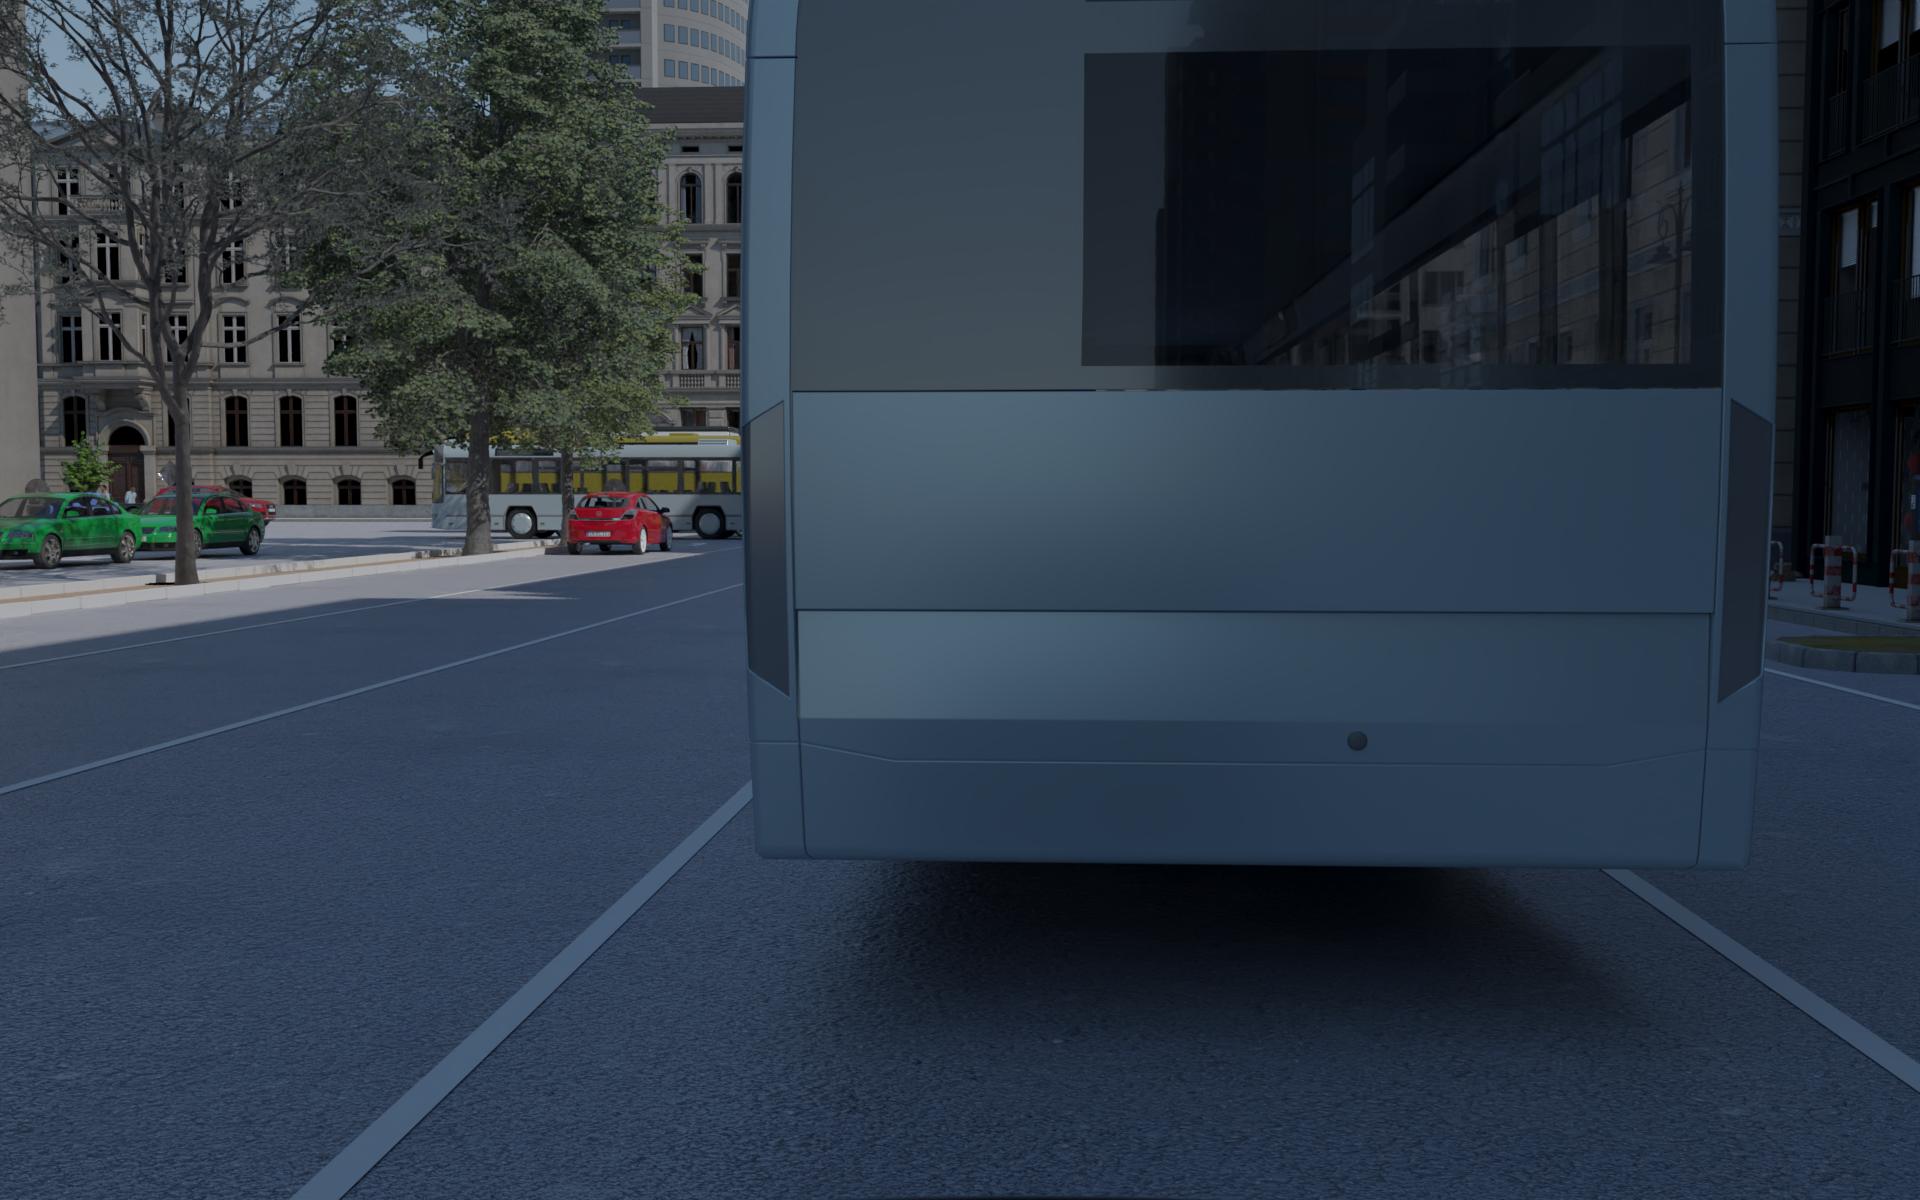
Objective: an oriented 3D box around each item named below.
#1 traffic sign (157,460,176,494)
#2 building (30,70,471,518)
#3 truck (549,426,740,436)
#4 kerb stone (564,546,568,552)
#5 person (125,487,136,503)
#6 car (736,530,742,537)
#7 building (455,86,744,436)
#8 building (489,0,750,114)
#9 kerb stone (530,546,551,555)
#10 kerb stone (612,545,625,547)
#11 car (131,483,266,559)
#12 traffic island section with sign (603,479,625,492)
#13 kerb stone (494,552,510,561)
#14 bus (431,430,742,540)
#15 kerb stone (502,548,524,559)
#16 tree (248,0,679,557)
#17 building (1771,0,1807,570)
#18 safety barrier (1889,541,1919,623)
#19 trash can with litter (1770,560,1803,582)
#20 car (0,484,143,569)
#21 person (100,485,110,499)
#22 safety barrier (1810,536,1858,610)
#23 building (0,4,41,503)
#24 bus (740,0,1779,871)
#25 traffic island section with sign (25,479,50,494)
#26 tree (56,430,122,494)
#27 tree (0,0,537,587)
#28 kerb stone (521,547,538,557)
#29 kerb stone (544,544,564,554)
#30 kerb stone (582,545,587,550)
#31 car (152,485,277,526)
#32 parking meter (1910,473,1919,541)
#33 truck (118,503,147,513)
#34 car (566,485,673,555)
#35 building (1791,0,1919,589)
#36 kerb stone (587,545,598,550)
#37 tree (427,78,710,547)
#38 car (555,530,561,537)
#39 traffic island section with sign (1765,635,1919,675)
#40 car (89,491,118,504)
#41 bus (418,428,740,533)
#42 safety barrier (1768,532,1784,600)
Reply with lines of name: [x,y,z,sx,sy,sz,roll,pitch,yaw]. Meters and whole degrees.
traffic sign: [-23.379,-2.914,51.293,0.795,2.450,0.064,0,4,3]
building: [-44.064,-17.013,97.241,34.723,24.649,14.460,0,4,3]
truck: [-15.076,-5.153,73.163,11.283,4.237,2.839,0,4,2]
kerb stone: [-9.743,-1.256,42.736,0.120,0.150,1.000,0,4,3]
person: [-42.239,-4.859,88.210,0.793,1.790,0.793,0,4,1]
car: [-5.837,-3.044,58.572,4.718,1.807,1.959,0,4,5]
building: [-16.184,-16.298,95.357,19.941,23.489,11.050,0,4,3]
building: [-30.113,-38.035,163.871,21.231,58.520,28.212,0,4,3]
kerb stone: [-9.880,-1.130,40.685,0.120,0.150,1.000,0,4,3]
kerb stone: [-9.421,-1.568,47.877,0.120,0.150,1.000,0,4,3]
car: [-17.513,-1.866,39.298,1.959,1.807,4.718,0,4,3]
traffic island section with sign: [-10.293,-2.609,50.794,2.006,1.907,1.989,0,4,3]
kerb stone: [-10.054,-0.937,37.601,0.120,0.150,1.000,0,4,3]
bus: [-10.936,-3.710,55.511,13.247,3.499,2.948,0,4,3]
kerb stone: [-9.995,-1.002,38.628,0.120,0.150,1.000,0,4,3]
tree: [-10.752,-7.899,38.258,9.857,13.997,8.962,0,3,0]
building: [19.199,-15.329,36.540,13.634,28.700,20.117,0,4,3]
safety barrier: [9.551,-0.183,17.275,0.300,0.817,1.120,0,4,3]
trash can with litter: [11.835,-0.868,25.577,1.055,1.170,0.624,0,4,5]
car: [-18.135,-1.569,34.457,1.959,1.807,4.718,0,4,2]
person: [-35.043,-3.796,70.708,0.875,1.805,0.789,3,5,40]
safety barrier: [9.671,-0.300,19.188,0.300,0.817,1.120,0,4,3]
building: [-44.271,-14.470,41.096,34.151,26.468,19.350,0,4,3]
bus: [1.098,-0.981,10.900,2.948,3.499,13.247,0,4,3]
traffic island section with sign: [-23.540,-2.138,43.582,1.989,1.847,2.006,0,4,3]
tree: [-26.685,-3.557,52.764,1.663,3.219,1.824,0,3,0]
tree: [-12.098,-6.958,26.590,12.009,13.543,11.850,0,3,0]
kerb stone: [-9.927,-1.068,39.658,0.120,0.150,1.000,0,4,3]
kerb stone: [-9.809,-1.194,41.711,0.120,0.150,1.000,0,4,3]
kerb stone: [-9.681,-1.318,43.763,0.120,0.150,1.000,0,4,3]
car: [-32.128,-4.031,74.576,5.304,1.827,2.281,0,4,5]
parking meter: [11.635,-0.759,20.826,0.372,1.533,0.369,0,3,0]
truck: [-45.441,-5.742,83.641,18.799,4.110,2.967,0,4,5]
car: [-8.253,-2.034,42.302,2.155,1.783,4.494,0,4,3]
building: [18.358,-11.489,17.531,12.332,23.373,15.834,0,4,3]
kerb stone: [-9.612,-1.378,44.788,0.120,0.150,1.000,0,4,3]
tree: [-10.729,-7.736,47.070,7.486,12.596,7.792,0,3,0]
car: [-11.855,-2.795,58.278,3.894,1.354,1.945,0,4,2]
traffic island section with sign: [7.971,-0.368,14.641,1.989,1.847,2.006,0,4,3]
car: [-40.116,-4.220,78.588,3.694,1.707,1.945,0,4,2]
bus: [-13.719,-4.471,64.643,12.252,3.916,2.896,0,4,5]
safety barrier: [9.786,-0.417,21.101,0.300,0.817,1.120,0,4,3]
